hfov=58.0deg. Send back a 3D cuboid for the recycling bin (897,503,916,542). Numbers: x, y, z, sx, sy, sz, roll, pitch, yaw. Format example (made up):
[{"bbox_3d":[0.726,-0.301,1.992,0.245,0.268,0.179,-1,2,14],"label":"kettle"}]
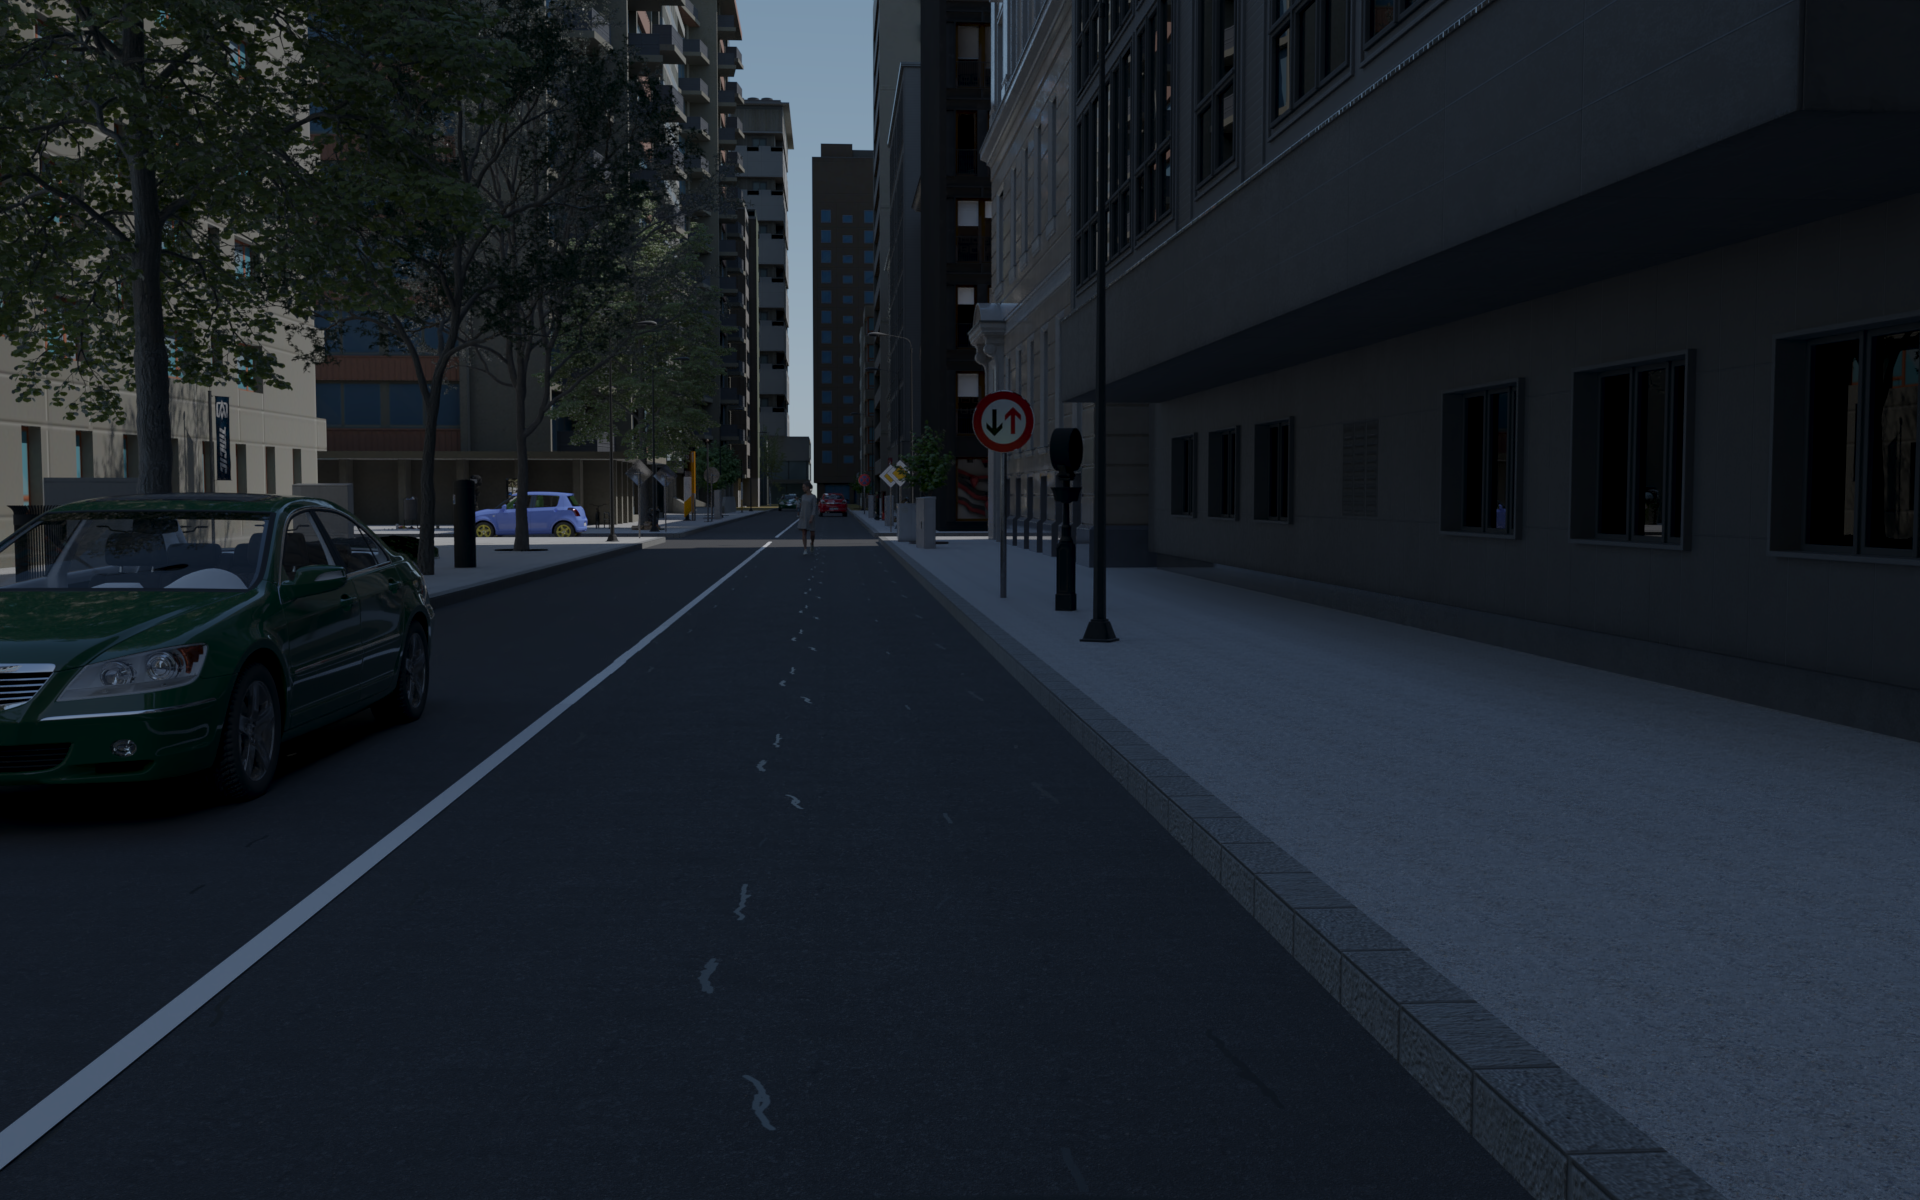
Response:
[{"bbox_3d":[-1.338,-2.099,46.876,0.722,1.027,0.722,0,4,-5],"label":"recycling bin"}]

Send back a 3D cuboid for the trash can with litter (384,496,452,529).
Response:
[{"bbox_3d":[-19.786,-3.202,63.418,2.233,1.210,1.678,0,4,7],"label":"trash can with litter"}]

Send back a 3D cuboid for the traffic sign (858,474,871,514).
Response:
[{"bbox_3d":[-6.059,-6.717,109.926,0.768,2.556,0.104,0,4,-4],"label":"traffic sign"}]

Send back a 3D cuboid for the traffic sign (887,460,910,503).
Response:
[{"bbox_3d":[-1.747,-2.873,50.618,0.795,2.450,0.064,0,4,-4],"label":"traffic sign"}]

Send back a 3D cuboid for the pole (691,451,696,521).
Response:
[{"bbox_3d":[-12.763,-5.448,82.923,0.158,3.312,0.155,0,3,0],"label":"pole"}]

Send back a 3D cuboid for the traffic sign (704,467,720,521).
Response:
[{"bbox_3d":[-11.733,-4.998,81.829,0.768,2.556,0.104,0,4,3],"label":"traffic sign"}]

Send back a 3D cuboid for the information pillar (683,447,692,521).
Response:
[{"bbox_3d":[-13.043,-5.617,83.200,0.504,3.616,0.183,-2,4,-25],"label":"information pillar"}]

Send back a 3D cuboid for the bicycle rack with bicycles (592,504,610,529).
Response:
[{"bbox_3d":[-14.088,-3.102,64.092,2.852,0.926,2.925,-1,4,-16],"label":"bicycle rack with bicycles"}]

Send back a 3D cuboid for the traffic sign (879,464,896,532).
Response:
[{"bbox_3d":[-2.341,-3.360,58.581,0.795,2.450,0.064,0,4,-4],"label":"traffic sign"}]

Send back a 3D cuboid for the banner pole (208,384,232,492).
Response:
[{"bbox_3d":[-16.618,-2.986,38.830,0.401,3.779,0.863,1,4,17],"label":"banner pole"}]

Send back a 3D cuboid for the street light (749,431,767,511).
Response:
[{"bbox_3d":[-14.971,-9.531,128.371,1.470,5.913,1.316,0,4,-4],"label":"street light"}]

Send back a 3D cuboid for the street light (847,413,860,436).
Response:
[{"bbox_3d":[-5.535,-7.723,98.817,1.470,5.913,1.316,0,4,-4],"label":"street light"}]

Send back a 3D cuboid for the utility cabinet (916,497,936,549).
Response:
[{"bbox_3d":[-0.816,-1.826,41.019,0.306,1.237,1.020,-1,4,-12],"label":"utility cabinet"}]

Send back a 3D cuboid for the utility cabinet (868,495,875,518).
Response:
[{"bbox_3d":[-4.745,-5.026,93.344,0.306,1.237,1.020,0,4,3],"label":"utility cabinet"}]

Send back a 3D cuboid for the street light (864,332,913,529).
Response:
[{"bbox_3d":[-1.948,-4.733,49.931,1.470,5.913,1.316,0,4,-4],"label":"street light"}]

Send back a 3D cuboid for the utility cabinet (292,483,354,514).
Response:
[{"bbox_3d":[-13.222,-1.668,35.957,1.173,1.500,0.318,0,4,3],"label":"utility cabinet"}]

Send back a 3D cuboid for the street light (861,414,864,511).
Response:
[{"bbox_3d":[-2.783,-5.574,63.675,1.470,5.913,1.316,0,4,-4],"label":"street light"}]

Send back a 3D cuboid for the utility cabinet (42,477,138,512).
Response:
[{"bbox_3d":[-11.734,-0.904,23.455,1.173,1.500,0.318,-2,4,-30],"label":"utility cabinet"}]

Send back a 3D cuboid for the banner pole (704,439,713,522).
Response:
[{"bbox_3d":[-11.593,-5.484,79.673,0.401,3.779,0.863,0,4,-5],"label":"banner pole"}]

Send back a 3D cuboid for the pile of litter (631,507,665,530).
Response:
[{"bbox_3d":[-11.158,-2.925,61.794,1.176,0.858,1.719,-1,4,-15],"label":"pile of litter"}]

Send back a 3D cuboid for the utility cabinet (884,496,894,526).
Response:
[{"bbox_3d":[-2.847,-3.563,69.422,0.306,1.237,1.020,0,4,-7],"label":"utility cabinet"}]

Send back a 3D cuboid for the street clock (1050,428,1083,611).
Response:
[{"bbox_3d":[1.166,-0.883,19.014,0.358,2.002,0.471,2,4,24],"label":"street clock"}]

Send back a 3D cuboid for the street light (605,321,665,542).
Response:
[{"bbox_3d":[-8.835,-4.528,46.572,1.470,5.913,1.316,0,4,-4],"label":"street light"}]

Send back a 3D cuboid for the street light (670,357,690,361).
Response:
[{"bbox_3d":[-9.850,-5.274,58.778,1.470,5.913,1.316,0,4,-4],"label":"street light"}]

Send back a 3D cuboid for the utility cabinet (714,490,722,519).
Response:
[{"bbox_3d":[-12.338,-4.863,88.185,0.318,1.500,1.173,0,4,-3],"label":"utility cabinet"}]

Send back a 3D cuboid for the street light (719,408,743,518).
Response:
[{"bbox_3d":[-12.419,-7.408,93.668,1.470,5.913,1.316,0,4,-4],"label":"street light"}]

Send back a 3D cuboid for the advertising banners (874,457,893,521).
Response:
[{"bbox_3d":[-3.691,-5.345,83.579,0.090,3.025,2.074,-2,4,-27],"label":"advertising banners"}]

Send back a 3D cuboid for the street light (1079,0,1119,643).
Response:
[{"bbox_3d":[0.677,-2.591,14.900,1.470,5.913,1.316,0,4,-4],"label":"street light"}]

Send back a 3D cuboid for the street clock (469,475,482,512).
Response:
[{"bbox_3d":[-18.440,-3.756,65.979,0.471,2.002,0.358,3,4,36],"label":"street clock"}]

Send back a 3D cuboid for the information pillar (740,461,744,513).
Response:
[{"bbox_3d":[-15.149,-7.887,120.302,0.183,3.616,0.504,0,4,-3],"label":"information pillar"}]

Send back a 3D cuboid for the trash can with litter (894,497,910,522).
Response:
[{"bbox_3d":[-2.705,-4.095,78.346,1.055,1.170,0.624,2,4,25],"label":"trash can with litter"}]

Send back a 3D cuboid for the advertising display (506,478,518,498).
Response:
[{"bbox_3d":[-17.486,-3.863,68.379,0.123,1.923,0.974,3,4,36],"label":"advertising display"}]

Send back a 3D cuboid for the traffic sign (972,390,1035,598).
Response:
[{"bbox_3d":[0.538,-1.299,21.348,0.768,2.556,0.104,0,4,3],"label":"traffic sign"}]

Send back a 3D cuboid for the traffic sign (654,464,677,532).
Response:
[{"bbox_3d":[-9.866,-3.327,58.043,0.795,2.450,0.064,0,4,-4],"label":"traffic sign"}]

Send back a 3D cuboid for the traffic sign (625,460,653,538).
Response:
[{"bbox_3d":[-9.272,-2.840,50.080,0.795,2.450,0.064,0,4,-4],"label":"traffic sign"}]
